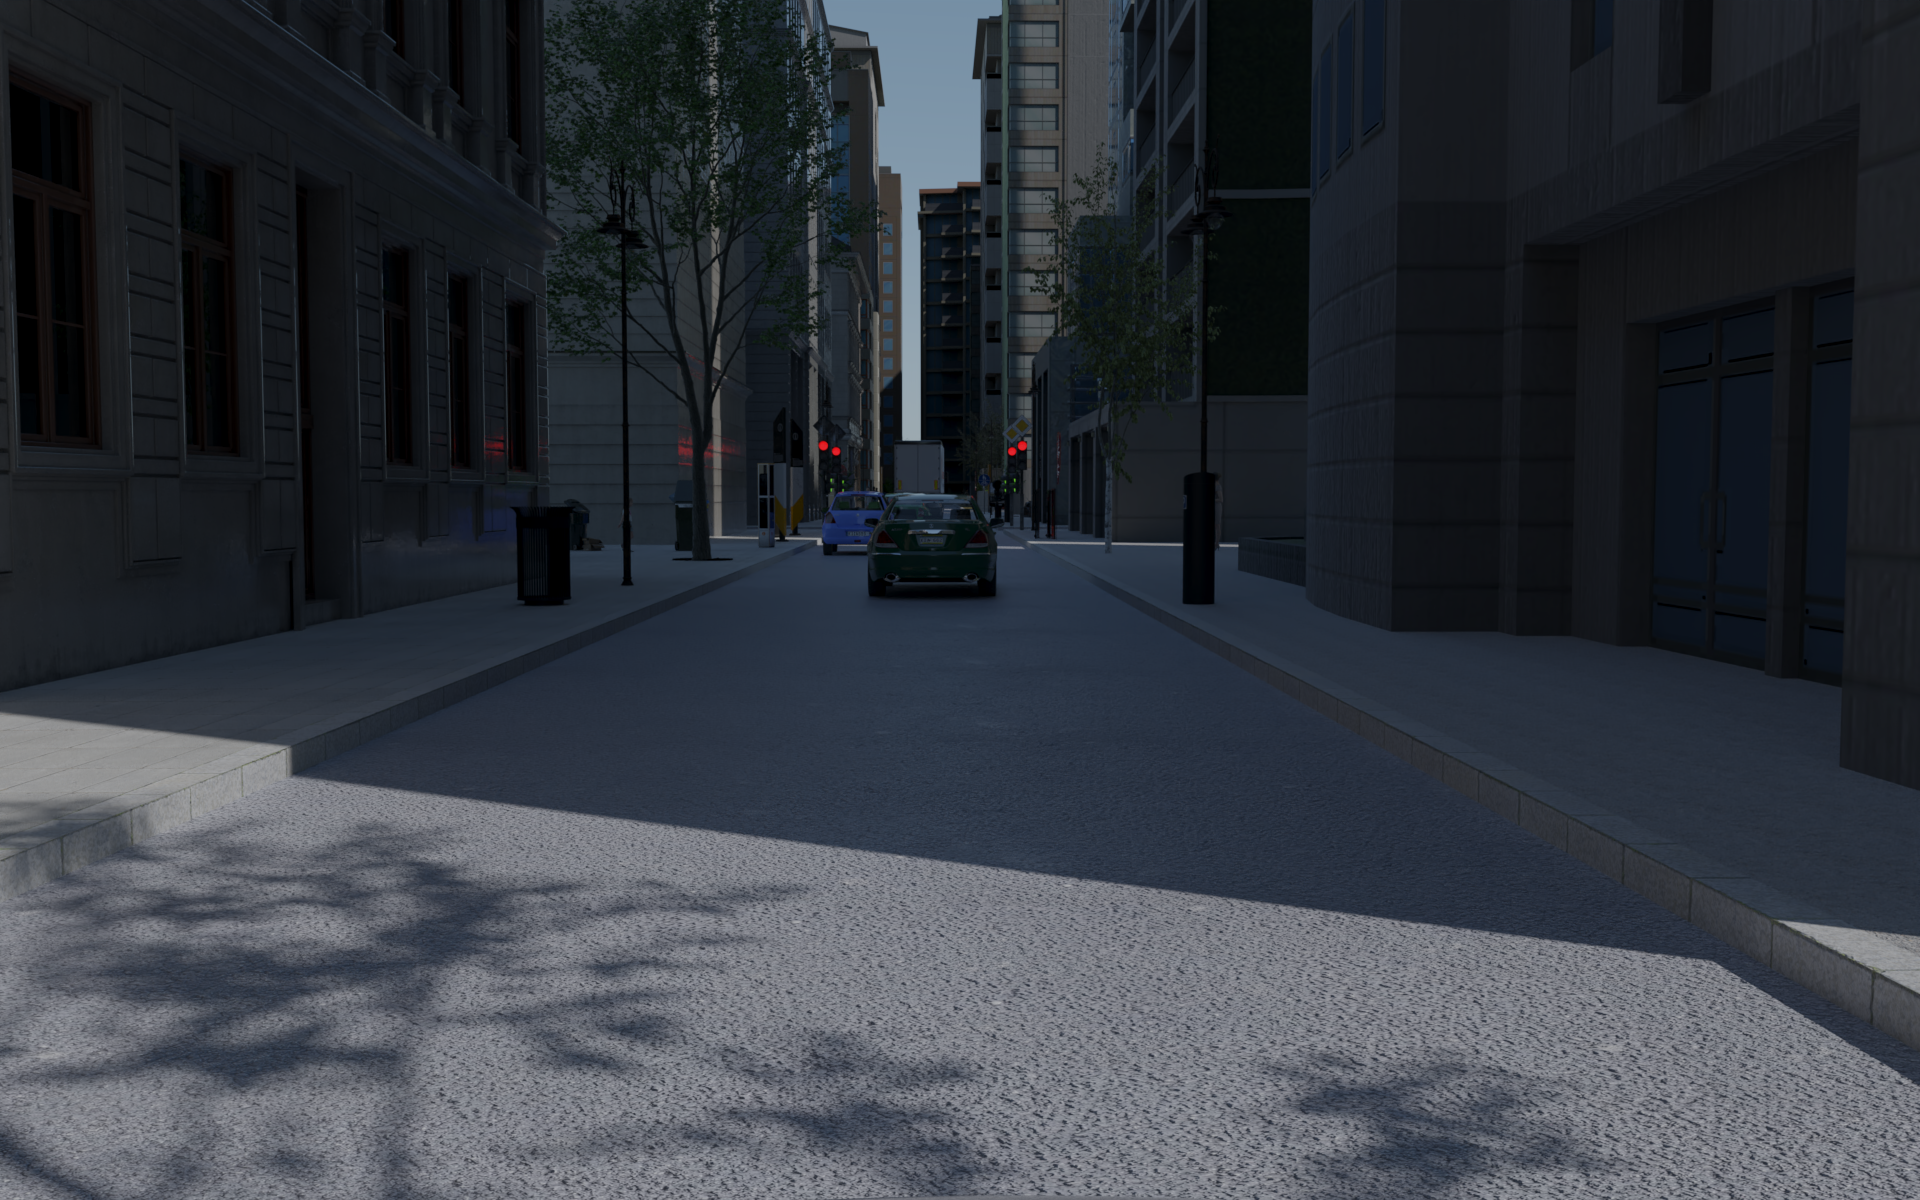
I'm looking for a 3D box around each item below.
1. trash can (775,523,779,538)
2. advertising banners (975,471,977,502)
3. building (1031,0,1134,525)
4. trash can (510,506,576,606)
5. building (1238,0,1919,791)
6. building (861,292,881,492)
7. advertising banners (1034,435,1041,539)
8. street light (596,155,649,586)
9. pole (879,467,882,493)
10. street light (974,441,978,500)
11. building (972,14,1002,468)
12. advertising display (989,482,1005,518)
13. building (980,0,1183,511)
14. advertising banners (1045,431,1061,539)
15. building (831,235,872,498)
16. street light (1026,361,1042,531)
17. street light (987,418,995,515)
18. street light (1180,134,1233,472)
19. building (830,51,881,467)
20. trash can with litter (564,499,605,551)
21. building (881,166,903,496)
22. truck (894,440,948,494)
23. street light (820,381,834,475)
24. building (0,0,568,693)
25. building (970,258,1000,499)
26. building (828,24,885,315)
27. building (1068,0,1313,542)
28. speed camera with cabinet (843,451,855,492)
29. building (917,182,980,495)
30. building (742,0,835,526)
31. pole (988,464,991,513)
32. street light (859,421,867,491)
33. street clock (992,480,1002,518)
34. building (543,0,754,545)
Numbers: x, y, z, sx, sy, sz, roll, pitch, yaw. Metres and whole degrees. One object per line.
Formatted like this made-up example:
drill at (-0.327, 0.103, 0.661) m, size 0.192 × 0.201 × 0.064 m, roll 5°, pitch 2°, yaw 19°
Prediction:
trash can at (-5.511, -2.401, 50.915) m, size 0.748 × 1.137 × 0.748 m, roll 0°, pitch 3°, yaw 0°
advertising banners at (1.247, -8.400, 133.530) m, size 0.090 × 3.025 × 2.074 m, roll 0°, pitch 4°, yaw 4°
building at (18.976, -46.920, 79.808) m, size 31.000 × 86.520 × 22.319 m, roll 0°, pitch 4°, yaw -1°
trash can at (-4.818, -0.513, 20.040) m, size 0.748 × 1.137 × 0.748 m, roll 0°, pitch 3°, yaw 0°
building at (14.473, -29.021, 16.499) m, size 21.231 × 58.520 × 28.212 m, roll 0°, pitch 4°, yaw -1°
building at (-21.540, -19.185, 158.717) m, size 27.650 × 21.520 × 28.899 m, roll 0°, pitch 4°, yaw -1°
advertising banners at (2.288, -3.330, 50.632) m, size 0.090 × 3.025 × 2.074 m, roll 0°, pitch 4°, yaw 7°
street light at (-4.668, -3.140, 24.125) m, size 0.468 × 5.910 × 1.993 m, roll 0°, pitch 4°, yaw -1°
pole at (-5.914, -8.299, 129.529) m, size 0.158 × 3.312 × 0.155 m, roll 0°, pitch 3°, yaw 0°
street light at (1.351, -10.478, 144.104) m, size 0.468 × 5.910 × 1.993 m, roll 0°, pitch 4°, yaw -1°
building at (15.978, -36.764, 190.335) m, size 28.713 × 52.752 × 27.495 m, roll 0°, pitch 4°, yaw -1°
advertising display at (2.034, -5.340, 92.518) m, size 0.974 × 1.923 × 0.123 m, roll -1°, pitch 4°, yaw -14°
building at (12.364, -44.493, 165.707) m, size 20.563 × 71.187 × 20.611 m, roll 0°, pitch 4°, yaw -1°
advertising banners at (2.659, -3.250, 49.323) m, size 0.090 × 3.025 × 2.074 m, roll 0°, pitch 4°, yaw -7°
building at (-12.041, -16.411, 119.232) m, size 10.553 × 20.767 × 40.483 m, roll 0°, pitch 4°, yaw -1°
street light at (2.565, -5.365, 60.498) m, size 0.468 × 5.910 × 1.993 m, roll 0°, pitch 4°, yaw -1°
street light at (1.914, -8.129, 105.690) m, size 0.468 × 5.910 × 1.993 m, roll 0°, pitch 4°, yaw -1°
street light at (3.214, -3.056, 22.762) m, size 0.468 × 5.910 × 1.993 m, roll 0°, pitch 4°, yaw -1°
building at (-16.094, -32.395, 179.770) m, size 14.600 × 45.320 × 14.200 m, roll 0°, pitch 4°, yaw -1°
trash can with litter at (-8.510, -1.710, 39.342) m, size 1.055 × 1.170 × 0.624 m, roll 2°, pitch 4°, yaw 33°
building at (-14.984, -35.792, 235.304) m, size 14.200 × 45.320 × 14.600 m, roll 0°, pitch 4°, yaw -1°
truck at (-2.150, -6.550, 96.009) m, size 2.839 × 4.237 × 11.283 m, roll 0°, pitch 4°, yaw 1°
street light at (-5.359, -5.944, 69.966) m, size 0.468 × 5.910 × 1.993 m, roll 0°, pitch 4°, yaw -1°
building at (-11.237, -11.021, 16.351) m, size 11.583 × 22.565 × 21.152 m, roll 0°, pitch 4°, yaw -1°
building at (8.192, -26.965, 212.580) m, size 14.160 × 30.474 × 14.107 m, roll 0°, pitch 4°, yaw -1°
building at (-22.894, -37.574, 203.580) m, size 27.495 × 52.752 × 28.713 m, roll 0°, pitch 4°, yaw -1°
building at (14.154, -37.322, 48.462) m, size 20.563 × 71.187 × 20.611 m, roll 0°, pitch 4°, yaw -1°
speed camera with cabinet at (-5.163, -5.226, 79.775) m, size 0.660 × 3.252 × 2.038 m, roll 0°, pitch 4°, yaw -2°
building at (6.982, -35.796, 239.895) m, size 28.867 × 44.769 × 22.147 m, roll 0°, pitch 4°, yaw -1°
building at (-12.489, -18.739, 83.869) m, size 11.434 × 29.767 × 29.804 m, roll 0°, pitch 4°, yaw -1°
pole at (2.015, -7.648, 118.895) m, size 0.158 × 3.312 × 0.155 m, roll 0°, pitch 3°, yaw 0°
street light at (-6.028, -8.252, 107.702) m, size 0.468 × 5.910 × 1.993 m, roll 0°, pitch 4°, yaw -1°
street clock at (1.894, -5.126, 88.381) m, size 0.471 × 2.002 × 0.358 m, roll -2°, pitch 4°, yaw -32°
building at (-28.633, -16.755, 50.363) m, size 44.131 × 29.872 × 17.030 m, roll 0°, pitch 4°, yaw -1°
